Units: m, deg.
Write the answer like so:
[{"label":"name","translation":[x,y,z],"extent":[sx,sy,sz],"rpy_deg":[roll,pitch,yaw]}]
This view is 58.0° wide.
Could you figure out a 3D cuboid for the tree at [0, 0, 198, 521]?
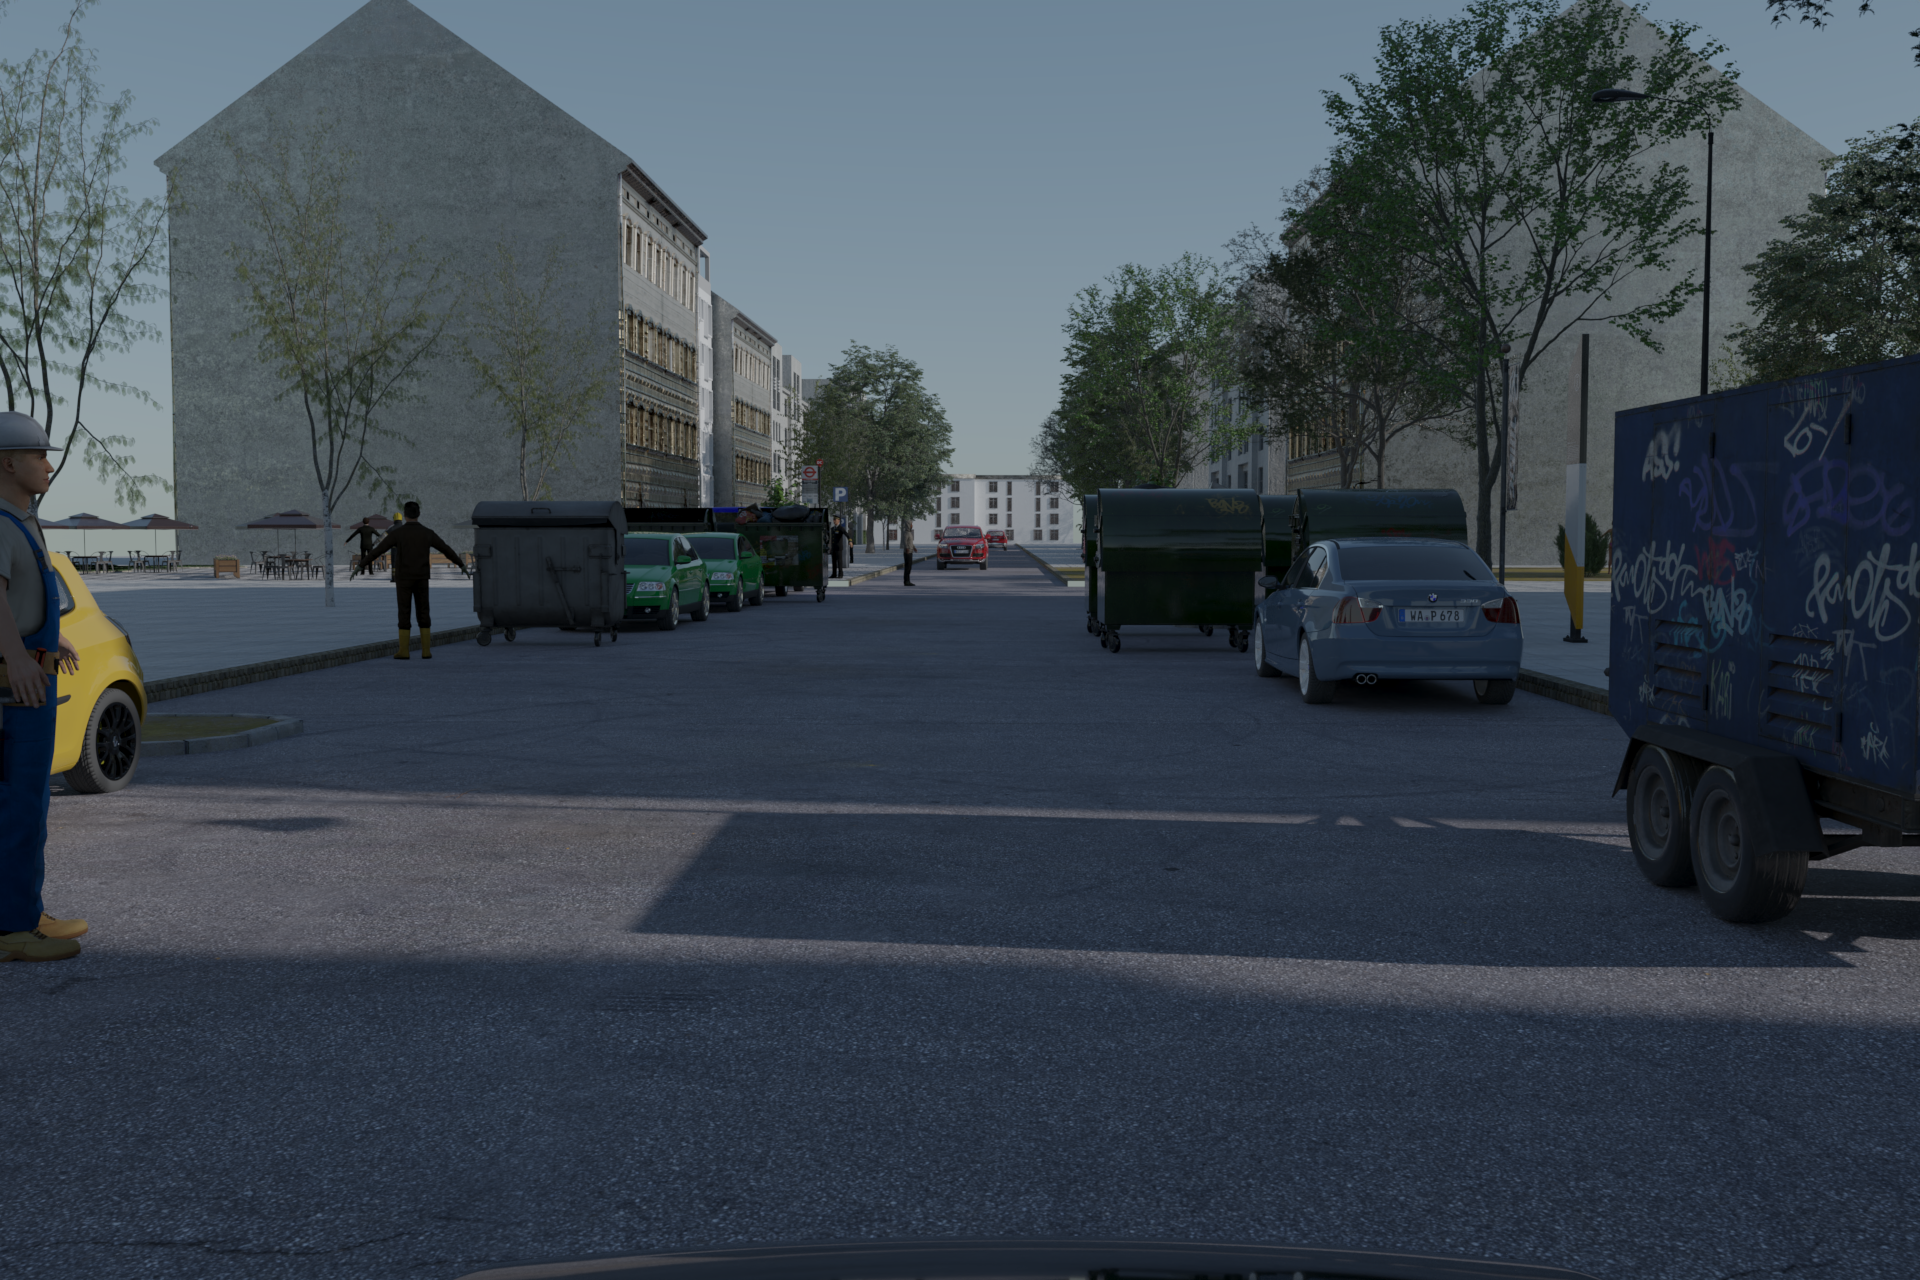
[{"label":"tree","translation":[-11.505,-4.347,21.435],"extent":[4.360,8.622,3.978],"rpy_deg":[0,3,0]}]

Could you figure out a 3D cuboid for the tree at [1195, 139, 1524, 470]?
[{"label":"tree","translation":[11.941,-8.735,53.180],"extent":[12.009,13.543,11.850],"rpy_deg":[0,3,0]}]

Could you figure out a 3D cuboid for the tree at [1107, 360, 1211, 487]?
[{"label":"tree","translation":[7.802,-7.503,73.029],"extent":[4.360,8.622,3.978],"rpy_deg":[0,3,0]}]

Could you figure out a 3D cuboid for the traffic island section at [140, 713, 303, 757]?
[{"label":"traffic island section","translation":[-5.754,0.660,12.068],"extent":[1.991,0.108,1.994],"rpy_deg":[0,4,1]}]

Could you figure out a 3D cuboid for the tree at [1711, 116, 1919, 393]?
[{"label":"tree","translation":[27.864,-8.913,52.389],"extent":[9.857,13.997,8.962],"rpy_deg":[0,3,0]}]

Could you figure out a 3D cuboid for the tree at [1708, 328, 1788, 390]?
[{"label":"tree","translation":[28.820,-6.882,62.878],"extent":[4.737,8.622,4.395],"rpy_deg":[0,3,0]}]

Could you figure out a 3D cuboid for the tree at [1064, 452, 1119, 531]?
[{"label":"tree","translation":[9.729,-10.585,123.420],"extent":[4.737,8.622,4.395],"rpy_deg":[0,3,0]}]

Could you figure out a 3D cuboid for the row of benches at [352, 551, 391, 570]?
[{"label":"row of benches","translation":[-21.040,-2.934,63.425],"extent":[1.422,0.672,4.104],"rpy_deg":[0,4,6]}]

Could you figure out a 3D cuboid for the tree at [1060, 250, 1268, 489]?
[{"label":"tree","translation":[7.800,-8.509,64.885],"extent":[9.928,11.665,9.643],"rpy_deg":[0,3,0]}]

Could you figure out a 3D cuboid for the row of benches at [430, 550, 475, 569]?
[{"label":"row of benches","translation":[-18.381,-3.089,65.961],"extent":[4.104,0.672,1.422],"rpy_deg":[-3,5,-41]}]

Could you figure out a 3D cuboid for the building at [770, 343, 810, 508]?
[{"label":"building","translation":[-24.962,-18.639,171.211],"extent":[16.747,18.905,31.486],"rpy_deg":[0,4,1]}]

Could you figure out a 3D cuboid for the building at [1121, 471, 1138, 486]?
[{"label":"building","translation":[28.520,-22.654,201.317],"extent":[19.493,23.208,18.063],"rpy_deg":[0,4,1]}]

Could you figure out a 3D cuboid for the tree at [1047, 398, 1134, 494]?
[{"label":"tree","translation":[9.327,-11.553,114.646],"extent":[9.928,11.665,9.643],"rpy_deg":[0,3,0]}]

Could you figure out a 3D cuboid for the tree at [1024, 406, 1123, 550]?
[{"label":"tree","translation":[10.384,-14.292,144.038],"extent":[12.009,13.543,11.850],"rpy_deg":[0,3,0]}]

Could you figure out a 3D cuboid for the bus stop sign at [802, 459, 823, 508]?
[{"label":"bus stop sign","translation":[-5.205,-4.462,61.654],"extent":[0.855,3.939,0.416],"rpy_deg":[0,4,3]}]

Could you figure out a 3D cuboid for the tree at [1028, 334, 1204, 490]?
[{"label":"tree","translation":[9.241,-11.696,101.604],"extent":[12.009,13.543,11.850],"rpy_deg":[0,3,0]}]

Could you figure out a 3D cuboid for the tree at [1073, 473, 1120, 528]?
[{"label":"tree","translation":[10.228,-11.219,133.794],"extent":[4.737,8.622,4.395],"rpy_deg":[0,3,0]}]

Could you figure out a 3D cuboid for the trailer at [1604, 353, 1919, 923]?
[{"label":"trailer","translation":[3.522,-0.021,7.395],"extent":[1.471,1.999,3.904],"rpy_deg":[0,4,1]}]

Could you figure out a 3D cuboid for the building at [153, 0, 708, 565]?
[{"label":"building","translation":[-22.737,-15.190,79.281],"extent":[19.493,23.208,18.063],"rpy_deg":[0,4,1]}]

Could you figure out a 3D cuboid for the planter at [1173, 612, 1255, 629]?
[{"label":"planter","translation":[4.328,-0.368,27.163],"extent":[1.991,0.319,1.994],"rpy_deg":[0,4,2]}]

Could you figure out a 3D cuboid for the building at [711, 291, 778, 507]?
[{"label":"building","translation":[-24.297,-18.092,126.726],"extent":[19.493,23.208,18.063],"rpy_deg":[0,4,2]}]

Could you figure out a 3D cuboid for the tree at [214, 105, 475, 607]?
[{"label":"tree","translation":[-11.287,-4.901,30.497],"extent":[4.360,8.622,3.978],"rpy_deg":[0,3,0]}]

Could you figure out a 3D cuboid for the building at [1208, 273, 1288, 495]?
[{"label":"building","translation":[28.378,-15.858,125.733],"extent":[16.747,18.905,31.486],"rpy_deg":[0,4,1]}]

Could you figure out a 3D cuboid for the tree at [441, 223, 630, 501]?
[{"label":"tree","translation":[-10.755,-5.605,41.999],"extent":[4.360,8.622,3.978],"rpy_deg":[0,3,0]}]

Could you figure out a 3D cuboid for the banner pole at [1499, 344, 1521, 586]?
[{"label":"banner pole","translation":[7.171,-1.995,22.644],"extent":[0.401,3.779,0.863],"rpy_deg":[0,4,2]}]

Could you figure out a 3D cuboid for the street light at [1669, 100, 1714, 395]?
[{"label":"street light","translation":[8.374,-2.792,18.198],"extent":[1.470,5.913,1.316],"rpy_deg":[0,4,1]}]

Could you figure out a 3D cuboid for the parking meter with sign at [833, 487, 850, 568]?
[{"label":"parking meter with sign","translation":[-4.411,-4.200,64.938],"extent":[0.543,3.016,1.738],"rpy_deg":[0,4,1]}]

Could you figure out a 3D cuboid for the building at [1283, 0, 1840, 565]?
[{"label":"building","translation":[25.791,-15.178,79.082],"extent":[19.493,23.208,18.063],"rpy_deg":[0,4,1]}]

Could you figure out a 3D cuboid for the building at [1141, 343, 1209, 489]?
[{"label":"building","translation":[27.281,-18.509,169.077],"extent":[16.747,18.905,31.486],"rpy_deg":[0,4,1]}]

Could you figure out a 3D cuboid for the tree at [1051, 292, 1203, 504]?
[{"label":"tree","translation":[7.760,-9.974,81.208],"extent":[7.486,12.596,7.792],"rpy_deg":[0,3,0]}]

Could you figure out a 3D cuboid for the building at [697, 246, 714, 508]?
[{"label":"building","translation":[-21.776,-15.083,103.022],"extent":[16.016,20.090,11.380],"rpy_deg":[0,4,1]}]

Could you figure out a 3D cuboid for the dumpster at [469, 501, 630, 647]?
[{"label":"dumpster","translation":[-5.311,-0.873,22.493],"extent":[1.865,1.857,1.264],"rpy_deg":[0,4,1]}]

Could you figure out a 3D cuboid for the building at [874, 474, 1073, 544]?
[{"label":"building","translation":[1.919,-18.196,242.101],"extent":[28.070,9.664,9.099],"rpy_deg":[0,4,-2]}]

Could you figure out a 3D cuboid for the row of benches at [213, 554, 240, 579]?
[{"label":"row of benches","translation":[-21.855,-2.209,51.577],"extent":[1.422,0.672,4.104],"rpy_deg":[-2,4,-24]}]

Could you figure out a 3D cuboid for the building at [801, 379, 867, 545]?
[{"label":"building","translation":[-20.464,-21.212,213.278],"extent":[16.747,18.905,31.486],"rpy_deg":[0,4,1]}]
